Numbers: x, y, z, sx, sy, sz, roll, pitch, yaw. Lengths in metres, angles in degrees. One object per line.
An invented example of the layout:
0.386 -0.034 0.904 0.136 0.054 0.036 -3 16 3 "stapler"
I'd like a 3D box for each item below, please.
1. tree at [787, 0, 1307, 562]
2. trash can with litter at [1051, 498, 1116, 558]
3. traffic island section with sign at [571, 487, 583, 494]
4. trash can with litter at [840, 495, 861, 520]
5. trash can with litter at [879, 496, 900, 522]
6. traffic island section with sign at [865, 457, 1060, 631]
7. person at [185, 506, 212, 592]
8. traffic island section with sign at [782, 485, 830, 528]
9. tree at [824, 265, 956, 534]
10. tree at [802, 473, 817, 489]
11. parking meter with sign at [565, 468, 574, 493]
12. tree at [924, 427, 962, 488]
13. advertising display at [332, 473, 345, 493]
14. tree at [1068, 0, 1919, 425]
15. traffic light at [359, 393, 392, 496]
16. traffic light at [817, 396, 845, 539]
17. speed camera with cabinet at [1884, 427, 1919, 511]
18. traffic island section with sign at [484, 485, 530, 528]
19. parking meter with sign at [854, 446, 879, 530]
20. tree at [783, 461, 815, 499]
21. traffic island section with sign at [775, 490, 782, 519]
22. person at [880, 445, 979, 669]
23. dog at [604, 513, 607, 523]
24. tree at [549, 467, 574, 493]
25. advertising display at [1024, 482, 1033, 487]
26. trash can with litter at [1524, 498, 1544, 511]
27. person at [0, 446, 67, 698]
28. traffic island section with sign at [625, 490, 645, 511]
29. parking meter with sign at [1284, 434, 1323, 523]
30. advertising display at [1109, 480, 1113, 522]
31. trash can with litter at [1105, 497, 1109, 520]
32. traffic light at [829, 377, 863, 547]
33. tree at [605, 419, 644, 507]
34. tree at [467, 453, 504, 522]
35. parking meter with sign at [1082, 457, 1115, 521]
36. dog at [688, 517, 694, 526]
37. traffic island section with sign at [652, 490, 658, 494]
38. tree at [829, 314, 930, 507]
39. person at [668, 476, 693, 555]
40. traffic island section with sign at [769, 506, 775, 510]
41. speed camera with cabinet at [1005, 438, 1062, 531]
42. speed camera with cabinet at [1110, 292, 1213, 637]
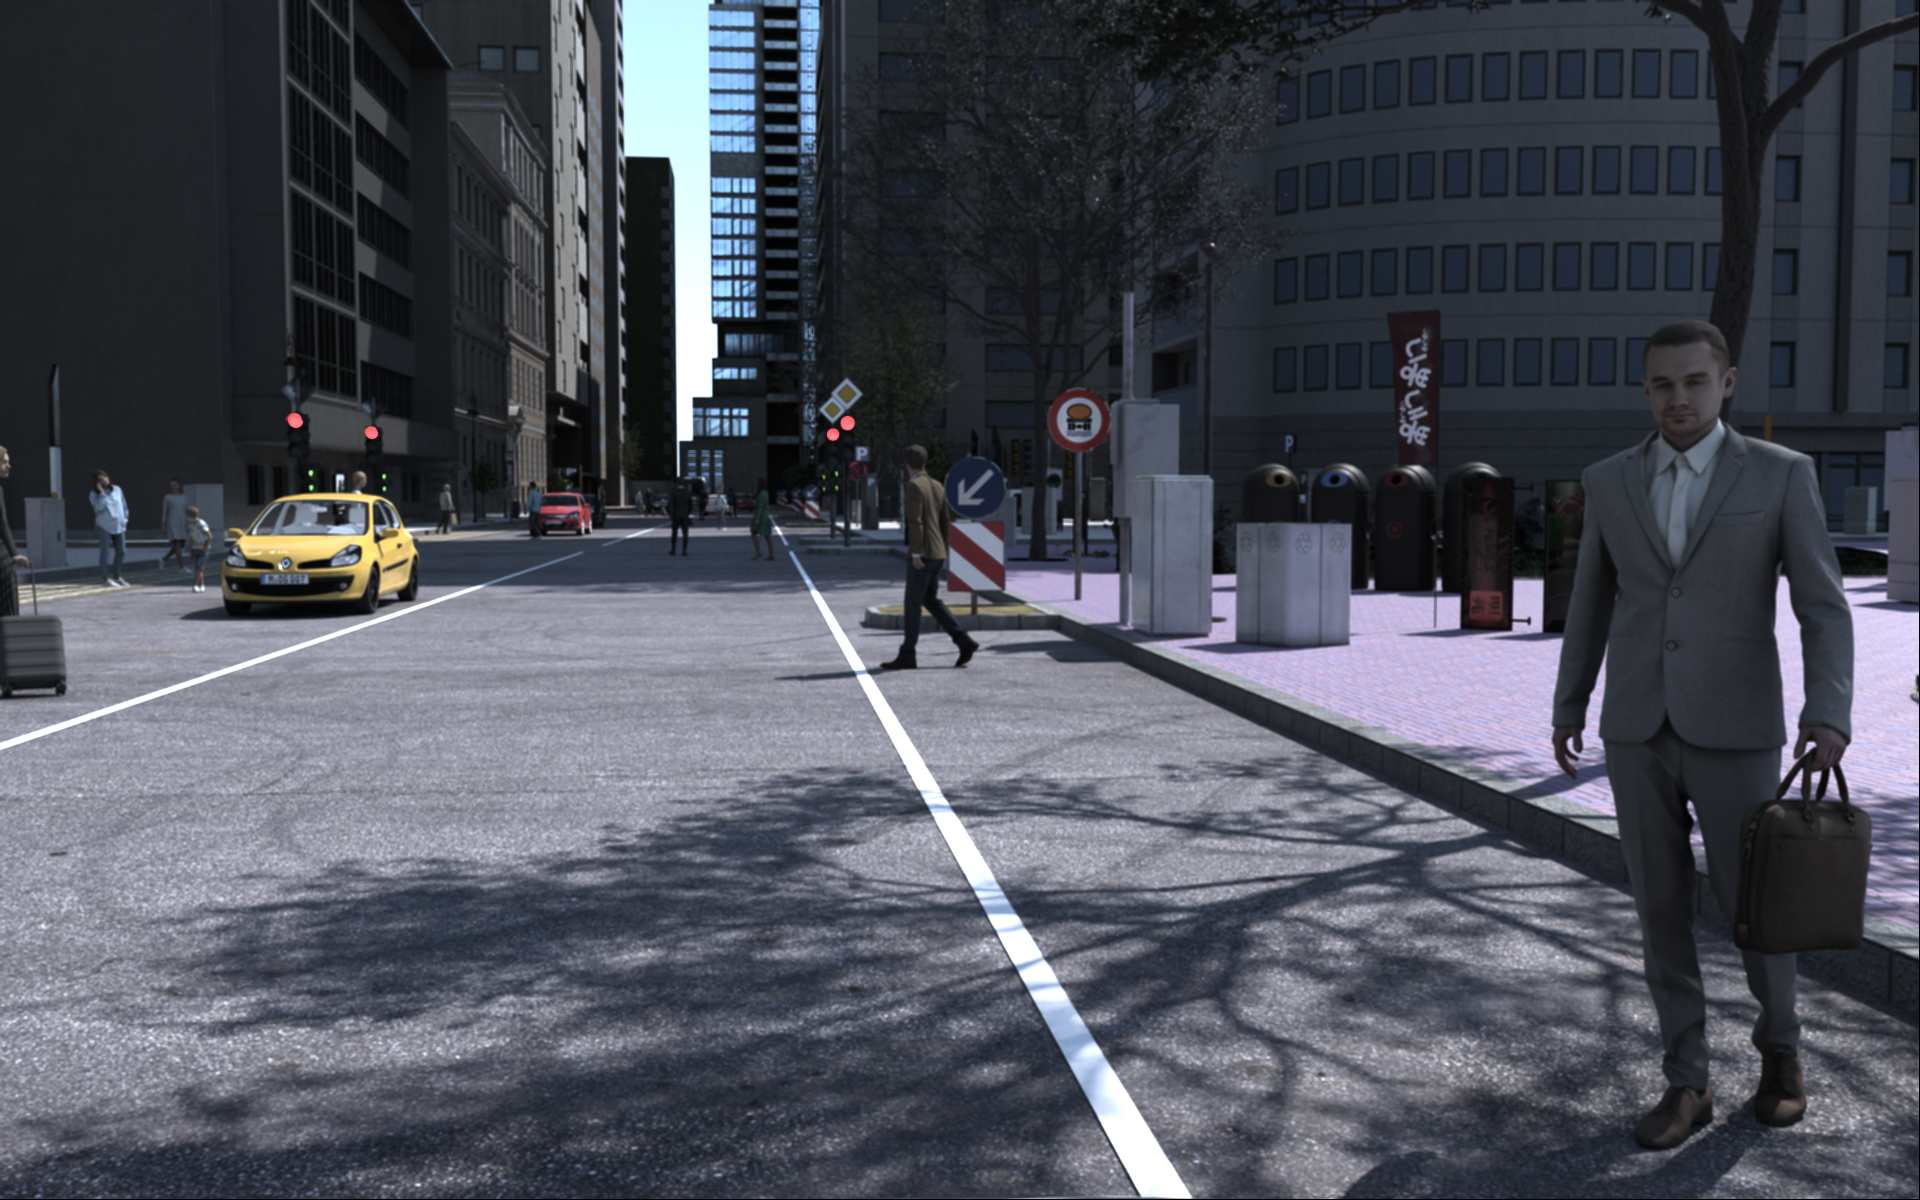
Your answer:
1.644 -7.490 32.825 12.009 13.543 11.850 0 3 0 "tree"
2.566 -1.500 35.588 1.678 1.210 2.233 -2 4 -25 "trash can with litter"
-22.046 -5.580 99.860 1.989 1.847 2.006 0 4 -7 "traffic island section with sign"
-5.374 -4.696 87.837 2.233 1.210 1.678 -3 5 -44 "trash can with litter"
-3.008 -4.176 79.339 2.233 1.210 1.678 -1 4 -12 "trash can with litter"
-0.031 -0.641 19.105 1.989 1.847 2.006 0 4 -7 "traffic island section with sign"
-11.150 -0.745 25.368 0.352 1.250 0.332 -2 4 -27 "person"
-6.491 -4.018 74.321 1.989 1.847 2.006 0 4 -7 "traffic island section with sign"
-1.972 -6.393 54.885 4.737 8.622 4.395 0 3 0 "tree"
-13.851 -10.107 159.856 1.663 3.219 1.824 0 3 0 "tree"
-25.859 -7.232 114.497 0.543 3.016 1.738 0 4 -8 "parking meter with sign"
-0.796 -3.387 49.986 1.663 3.219 1.824 0 3 0 "tree"
-18.836 -2.894 52.535 0.123 1.923 0.974 0 4 -4 "advertising display"
3.876 -4.511 8.168 7.601 10.594 8.767 3 5 43 "tree"
-16.298 -3.630 48.279 0.839 4.253 0.868 0 4 -7 "traffic light"
-3.674 -3.722 49.769 0.839 4.253 0.868 0 4 -7 "traffic light"
13.586 -1.845 24.509 0.660 3.252 2.038 3 4 39 "speed camera with cabinet"
-18.874 -3.930 72.884 1.989 1.847 2.006 0 4 -7 "traffic island section with sign"
-3.323 -4.057 62.591 0.543 3.016 1.738 -1 4 -19 "parking meter with sign"
-16.081 -11.541 172.410 4.285 4.588 4.351 0 3 0 "tree"
-9.642 -5.655 101.092 1.989 1.847 2.006 0 4 -7 "traffic island section with sign"
-0.260 -0.361 14.307 0.836 1.842 0.656 -1 4 -8 "person"
-17.492 -4.010 84.856 0.540 0.507 0.406 0 4 4 "dog"
-28.204 -7.790 121.965 1.663 3.219 1.824 0 3 0 "tree"
3.597 -5.231 90.745 0.123 1.923 0.974 -1 4 -21 "advertising display"
16.964 -2.490 52.096 1.055 1.170 0.624 0 4 -7 "trash can with litter"
-7.037 -0.242 12.673 0.699 1.804 1.509 -2 4 -34 "person"
-27.871 -8.617 149.516 1.989 1.847 2.006 0 4 -7 "traffic island section with sign"
10.430 -3.346 50.973 1.738 3.016 0.543 -1 4 -20 "parking meter with sign"
6.879 -4.504 78.848 0.123 1.923 0.974 0 4 2 "advertising display"
7.455 -4.569 86.097 1.055 1.170 0.624 3 4 36 "trash can with litter"
-2.745 -3.237 41.838 0.839 4.253 0.868 0 4 -7 "traffic light"
-32.752 -13.402 169.489 4.737 8.622 4.395 0 3 0 "tree"
-21.984 -5.244 80.346 1.663 3.219 1.824 0 3 0 "tree"
6.453 -5.194 81.187 1.738 3.016 0.543 -1 4 -10 "parking meter with sign"
-12.341 -3.581 78.742 0.550 0.427 0.748 1 4 20 "dog"
-31.006 -10.255 176.289 1.989 1.847 2.006 0 4 -7 "traffic island section with sign"
-3.362 -7.325 70.132 4.360 8.622 3.978 0 3 0 "tree"
-6.582 -1.973 40.536 0.659 1.850 0.755 -2 4 -25 "person"
-15.509 -8.721 151.208 1.989 1.847 2.006 0 4 -7 "traffic island section with sign"
2.584 -4.093 61.256 2.038 3.252 0.660 -1 4 -21 "speed camera with cabinet"
1.900 -1.351 16.427 0.660 3.252 2.038 0 4 -5 "speed camera with cabinet"
